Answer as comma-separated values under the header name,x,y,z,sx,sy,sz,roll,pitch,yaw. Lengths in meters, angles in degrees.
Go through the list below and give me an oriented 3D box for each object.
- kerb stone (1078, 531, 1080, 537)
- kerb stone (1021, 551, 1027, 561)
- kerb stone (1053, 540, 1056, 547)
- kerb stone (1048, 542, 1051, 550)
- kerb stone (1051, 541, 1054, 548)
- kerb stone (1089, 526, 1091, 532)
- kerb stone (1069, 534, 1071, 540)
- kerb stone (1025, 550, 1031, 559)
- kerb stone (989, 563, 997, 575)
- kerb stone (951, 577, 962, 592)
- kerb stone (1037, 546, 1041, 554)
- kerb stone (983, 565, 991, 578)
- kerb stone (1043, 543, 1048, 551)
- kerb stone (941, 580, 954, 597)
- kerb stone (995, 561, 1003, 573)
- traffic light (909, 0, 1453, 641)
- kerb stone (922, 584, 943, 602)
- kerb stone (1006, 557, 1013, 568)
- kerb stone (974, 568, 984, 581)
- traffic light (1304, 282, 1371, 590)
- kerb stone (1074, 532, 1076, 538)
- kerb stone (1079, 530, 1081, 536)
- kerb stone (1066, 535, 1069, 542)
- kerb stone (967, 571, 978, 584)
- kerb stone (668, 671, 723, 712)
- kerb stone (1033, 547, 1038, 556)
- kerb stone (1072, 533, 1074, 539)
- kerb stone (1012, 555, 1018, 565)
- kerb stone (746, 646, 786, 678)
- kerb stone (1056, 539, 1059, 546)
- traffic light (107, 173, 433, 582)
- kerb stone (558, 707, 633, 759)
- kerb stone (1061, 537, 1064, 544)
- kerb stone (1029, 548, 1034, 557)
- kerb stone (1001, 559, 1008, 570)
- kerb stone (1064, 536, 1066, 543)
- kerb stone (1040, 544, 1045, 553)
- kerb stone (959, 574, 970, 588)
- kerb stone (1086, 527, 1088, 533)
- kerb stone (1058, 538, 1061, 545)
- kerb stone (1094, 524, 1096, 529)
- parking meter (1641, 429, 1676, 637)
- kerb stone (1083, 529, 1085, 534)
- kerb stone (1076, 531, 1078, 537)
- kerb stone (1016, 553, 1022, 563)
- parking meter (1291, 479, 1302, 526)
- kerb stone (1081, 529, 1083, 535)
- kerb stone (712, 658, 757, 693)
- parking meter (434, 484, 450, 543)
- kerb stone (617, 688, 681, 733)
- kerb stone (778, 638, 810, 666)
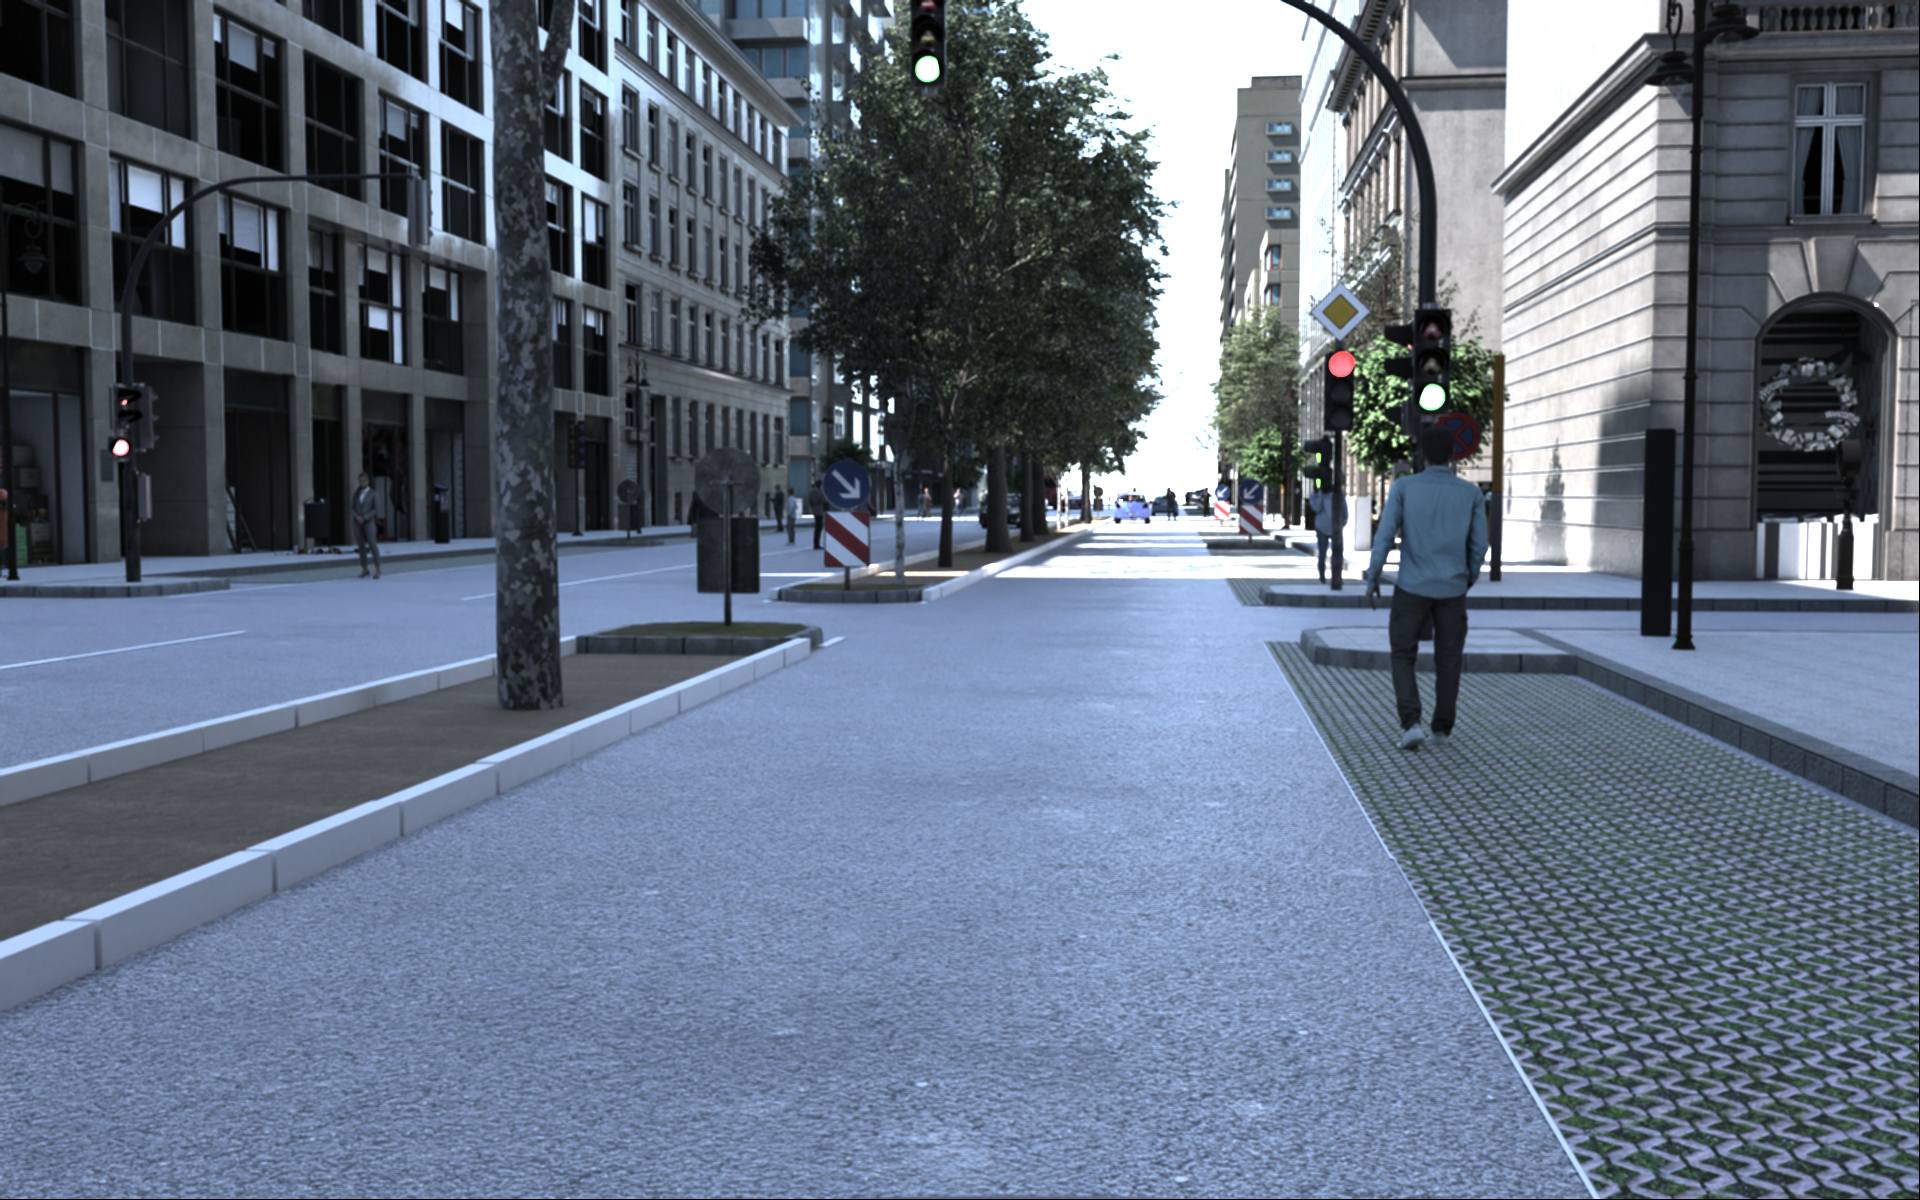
name,x,y,z,sx,sy,sz,roll,pitch,yaw
kerb stone,3.781,-2.134,57.132,0.120,0.150,1.000,0,4,7
kerb stone,1.260,-0.892,36.775,0.120,0.150,1.000,0,4,7
kerb stone,2.389,-1.452,45.938,0.120,0.150,1.000,0,4,7
kerb stone,2.136,-1.328,43.906,0.120,0.150,1.000,0,4,7
kerb stone,2.276,-1.390,44.922,0.120,0.150,1.000,0,4,7
kerb stone,4.675,-2.571,64.239,0.120,0.150,1.000,0,4,7
kerb stone,3.157,-1.825,52.034,0.120,0.150,1.000,0,4,7
kerb stone,1.384,-0.953,37.792,0.120,0.150,1.000,0,4,7
kerb stone,0.507,-0.517,30.648,0.120,0.150,1.000,0,4,7
kerb stone,-0.122,-0.206,25.568,0.120,0.150,1.000,0,4,7
kerb stone,1.764,-1.139,40.854,0.120,0.150,1.000,0,4,7
kerb stone,0.369,-0.455,29.636,0.120,0.150,1.000,0,4,7
kerb stone,2.015,-1.266,42.889,0.120,0.150,1.000,0,4,7
kerb stone,-0.248,-0.144,24.554,0.120,0.150,1.000,0,4,7
kerb stone,0.629,-0.576,31.663,0.120,0.150,1.000,0,4,7
traffic light,1.953,-2.483,15.273,4.771,5.953,1.251,0,4,7
kerb stone,-0.385,-0.082,23.540,0.120,0.150,1.000,0,4,7
kerb stone,0.876,-0.704,33.707,0.120,0.150,1.000,0,4,7
kerb stone,0.241,-0.392,28.612,0.120,0.150,1.000,0,4,7
traffic light,5.022,-2.089,23.082,0.839,4.253,0.868,0,4,7
kerb stone,3.536,-2.012,55.097,0.120,0.150,1.000,0,4,7
kerb stone,3.903,-2.199,58.147,0.120,0.150,1.000,0,4,7
kerb stone,3.037,-1.763,51.019,0.120,0.150,1.000,0,4,7
kerb stone,0.125,-0.330,27.597,0.120,0.150,1.000,0,4,7
kerb stone,-1.831,0.633,11.846,0.120,0.150,1.000,0,4,7
kerb stone,1.635,-1.079,39.839,0.120,0.150,1.000,0,4,7
kerb stone,3.407,-1.950,54.077,0.120,0.150,1.000,0,4,7
kerb stone,1.004,-0.765,34.733,0.120,0.150,1.000,0,4,7
kerb stone,-1.583,0.508,13.885,0.120,0.150,1.000,0,4,7
kerb stone,2.523,-1.515,46.959,0.120,0.150,1.000,0,4,7
traffic light,-9.974,-3.076,24.954,4.771,5.953,1.251,0,4,7
kerb stone,-2.084,0.757,9.817,0.120,0.150,1.000,0,4,7
kerb stone,2.782,-1.639,48.986,0.120,0.150,1.000,0,4,7
kerb stone,1.509,-1.017,38.816,0.120,0.150,1.000,0,4,7
kerb stone,0.748,-0.642,32.685,0.120,0.150,1.000,0,4,7
kerb stone,2.904,-1.701,50.003,0.120,0.150,1.000,0,4,7
kerb stone,1.885,-1.195,41.870,0.120,0.150,1.000,0,4,7
kerb stone,-0.003,-0.265,26.583,0.120,0.150,1.000,0,4,7
kerb stone,4.414,-2.448,62.212,0.120,0.150,1.000,0,4,7
kerb stone,2.648,-1.577,47.973,0.120,0.150,1.000,0,4,7
kerb stone,5.168,-2.817,68.303,0.120,0.150,1.000,0,4,7
parking meter,6.347,-0.614,15.745,0.255,1.863,0.399,1,4,21
kerb stone,4.159,-2.322,60.181,0.120,0.150,1.000,0,4,7
kerb stone,3.659,-2.070,56.111,0.120,0.150,1.000,0,4,7
kerb stone,1.133,-0.824,35.752,0.120,0.150,1.000,0,4,7
parking meter,13.447,-3.883,69.201,0.399,1.863,0.255,-1,4,-12
kerb stone,4.035,-2.261,59.160,0.120,0.150,1.000,0,4,7
kerb stone,-1.708,0.571,12.861,0.120,0.150,1.000,0,4,7
parking meter,-13.496,-2.244,45.100,0.372,1.533,0.369,0,3,0
kerb stone,-1.961,0.695,10.832,0.120,0.150,1.000,0,4,7
kerb stone,-1.451,0.446,14.902,0.120,0.150,1.000,0,4,7
